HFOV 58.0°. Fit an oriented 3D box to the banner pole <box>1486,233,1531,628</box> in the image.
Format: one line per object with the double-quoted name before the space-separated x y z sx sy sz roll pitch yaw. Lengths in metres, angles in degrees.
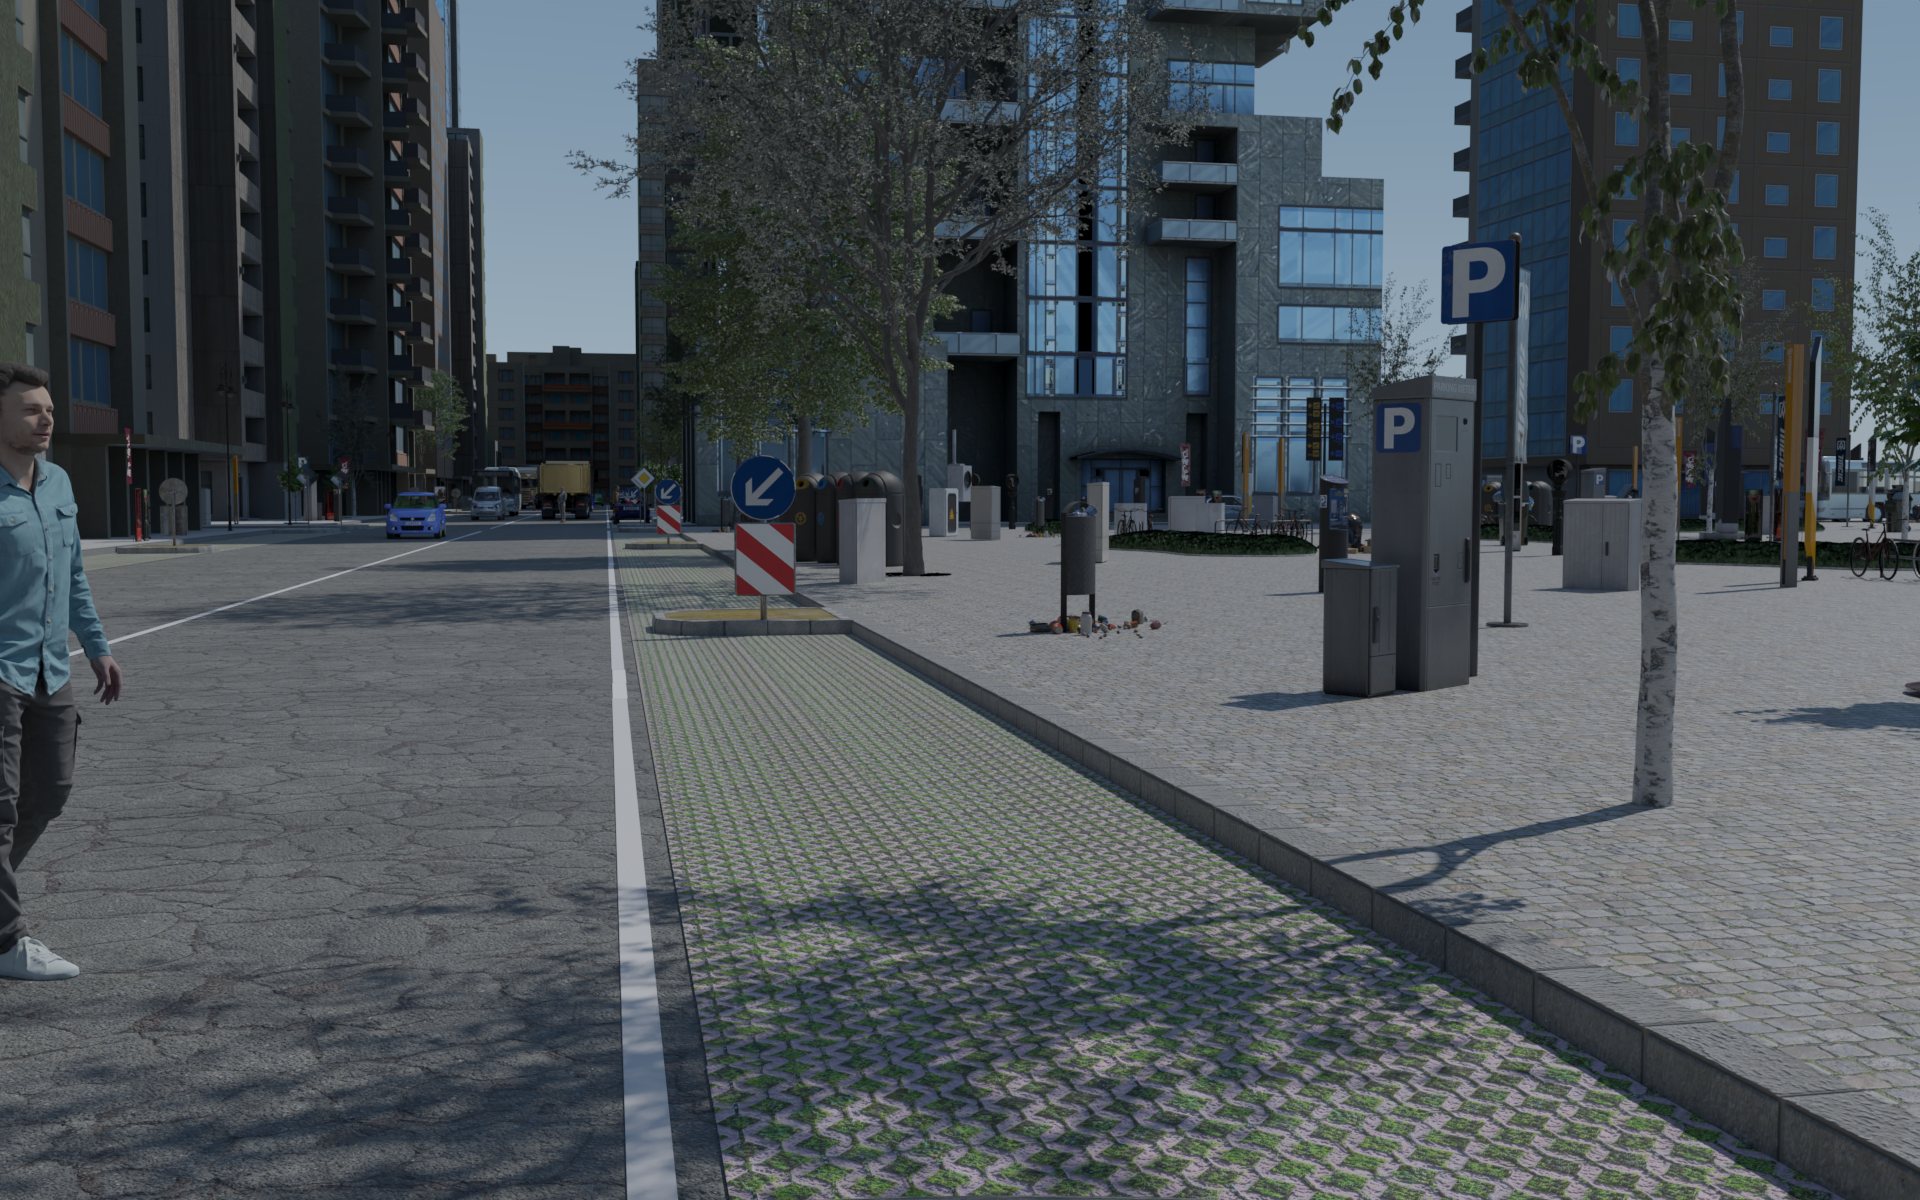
"banner pole" 5.434 -1.644 16.896 0.401 3.779 0.863 2 4 31

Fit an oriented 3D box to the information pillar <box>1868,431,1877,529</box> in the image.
"information pillar" 33.806 -4.453 64.164 0.183 3.616 0.504 1 4 12

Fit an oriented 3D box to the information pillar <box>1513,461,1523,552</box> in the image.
"information pillar" 12.391 -2.094 38.734 0.304 2.012 0.304 1 4 11

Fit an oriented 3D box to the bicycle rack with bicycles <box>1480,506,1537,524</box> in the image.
"bicycle rack with bicycles" 16.235 -2.511 54.437 2.852 0.926 2.925 -3 5 -39

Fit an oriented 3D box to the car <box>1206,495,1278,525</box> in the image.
"car" 11.586 -3.796 74.066 4.499 1.417 2.014 -1 4 -10

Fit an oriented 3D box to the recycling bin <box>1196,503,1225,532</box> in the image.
"recycling bin" 6.971 -2.182 48.230 0.722 1.027 0.722 1 4 15

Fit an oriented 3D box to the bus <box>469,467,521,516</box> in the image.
"bus" -30.634 -7.332 114.740 2.948 3.499 13.247 -1 4 -12

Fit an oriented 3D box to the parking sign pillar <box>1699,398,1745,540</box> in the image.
"parking sign pillar" 21.829 -3.716 49.226 1.447 3.967 1.447 1 4 15

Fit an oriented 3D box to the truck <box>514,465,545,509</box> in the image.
"truck" -41.754 -10.934 167.689 2.839 4.237 11.283 -1 4 -10

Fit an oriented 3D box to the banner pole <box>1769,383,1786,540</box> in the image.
"banner pole" 18.396 -2.992 38.938 0.401 3.779 0.863 0 4 -4

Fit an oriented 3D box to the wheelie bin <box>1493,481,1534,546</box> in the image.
"wheelie bin" 13.807 -2.166 43.316 0.980 1.594 0.693 0 4 5

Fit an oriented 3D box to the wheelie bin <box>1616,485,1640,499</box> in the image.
"wheelie bin" 22.217 -3.037 57.571 0.693 1.594 0.980 0 4 -3

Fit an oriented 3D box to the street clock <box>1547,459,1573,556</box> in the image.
"street clock" 12.506 -1.932 36.165 0.471 2.002 0.358 3 5 44

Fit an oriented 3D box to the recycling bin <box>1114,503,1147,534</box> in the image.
"recycling bin" 4.662 -2.131 47.400 0.722 1.027 0.722 -1 4 -12

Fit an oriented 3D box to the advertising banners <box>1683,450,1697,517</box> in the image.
"advertising banners" 30.002 -4.470 69.273 2.074 3.025 0.090 1 4 22

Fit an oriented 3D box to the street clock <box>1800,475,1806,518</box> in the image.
"street clock" 31.429 -3.655 64.334 0.471 2.002 0.358 -2 4 -33

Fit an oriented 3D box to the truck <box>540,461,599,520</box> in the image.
"truck" -22.913 -6.424 100.962 3.469 3.379 9.791 -1 4 -10

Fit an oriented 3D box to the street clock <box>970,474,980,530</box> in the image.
"street clock" 0.460 -3.472 61.339 0.471 2.002 0.358 1 4 14

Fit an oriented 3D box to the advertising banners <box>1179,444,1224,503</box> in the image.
"advertising banners" 8.433 -3.936 60.546 2.074 3.025 0.090 -2 4 -33

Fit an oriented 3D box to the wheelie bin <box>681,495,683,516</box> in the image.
"wheelie bin" -15.351 -5.510 97.991 0.693 1.594 0.980 0 4 4

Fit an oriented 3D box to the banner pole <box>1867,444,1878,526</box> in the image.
"banner pole" 36.483 -4.851 69.337 0.401 3.779 0.863 0 4 4

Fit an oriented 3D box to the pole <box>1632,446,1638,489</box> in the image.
"pole" 28.662 -4.879 73.614 0.158 3.312 0.155 0 3 0

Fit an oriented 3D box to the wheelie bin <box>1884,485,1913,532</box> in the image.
"wheelie bin" 31.583 -3.082 58.304 0.693 1.594 0.980 0 4 -7

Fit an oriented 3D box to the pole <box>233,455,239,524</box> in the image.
"pole" -31.030 -4.914 74.183 0.158 3.312 0.155 0 3 0

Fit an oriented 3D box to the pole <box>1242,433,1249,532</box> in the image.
"pole" 9.540 -3.912 57.808 0.158 3.312 0.155 0 3 0

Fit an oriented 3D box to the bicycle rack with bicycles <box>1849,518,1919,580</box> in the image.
"bicycle rack with bicycles" 14.687 -0.733 25.361 2.852 0.926 2.925 1 4 11

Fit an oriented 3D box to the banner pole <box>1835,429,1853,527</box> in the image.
"banner pole" 34.365 -4.730 67.351 0.401 3.779 0.863 -1 4 -21

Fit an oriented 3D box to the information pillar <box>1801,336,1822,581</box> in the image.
"information pillar" 12.580 -2.091 25.549 0.183 3.616 0.504 2 4 34

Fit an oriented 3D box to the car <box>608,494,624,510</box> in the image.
"car" -30.791 -8.989 156.753 2.009 1.686 4.222 -1 4 -13

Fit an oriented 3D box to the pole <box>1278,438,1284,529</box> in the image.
"pole" 11.687 -4.234 63.062 0.158 3.312 0.155 0 3 0

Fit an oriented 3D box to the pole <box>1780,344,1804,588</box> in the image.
"pole" 11.407 -1.829 23.749 0.158 3.312 0.155 0 3 0

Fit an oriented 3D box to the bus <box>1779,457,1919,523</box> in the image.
"bus" 44.704 -5.300 81.516 13.247 3.499 2.948 -1 4 -12

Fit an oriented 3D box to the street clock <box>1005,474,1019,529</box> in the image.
"street clock" 1.899 -3.571 62.963 0.471 2.002 0.358 -3 4 -38

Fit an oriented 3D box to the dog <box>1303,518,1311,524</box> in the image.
"dog" 15.105 -3.399 75.759 0.748 0.427 0.550 0 4 4

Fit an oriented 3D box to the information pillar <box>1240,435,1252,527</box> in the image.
"information pillar" 11.318 -4.713 68.407 0.504 3.616 0.183 -2 4 -32

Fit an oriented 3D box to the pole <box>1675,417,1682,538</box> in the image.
"pole" 19.042 -3.188 45.974 0.158 3.312 0.155 0 3 0

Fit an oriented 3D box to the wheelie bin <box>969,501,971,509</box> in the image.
"wheelie bin" 0.116 -5.518 98.122 0.693 1.594 0.980 -3 4 -36

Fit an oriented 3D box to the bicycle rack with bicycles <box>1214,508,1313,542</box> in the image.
"bicycle rack with bicycles" 8.042 -1.915 44.687 2.925 0.926 2.852 -3 5 -42

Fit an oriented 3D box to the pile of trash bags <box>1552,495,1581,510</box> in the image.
"pile of trash bags" 24.544 -3.785 71.633 3.447 1.369 1.912 3 4 38

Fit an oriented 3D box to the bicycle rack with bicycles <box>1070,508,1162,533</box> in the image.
"bicycle rack with bicycles" 3.817 -1.846 43.570 2.852 0.926 2.925 1 4 9

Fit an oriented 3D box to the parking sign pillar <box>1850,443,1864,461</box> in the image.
"parking sign pillar" 47.552 -6.363 92.501 1.447 3.967 1.447 -2 4 -26

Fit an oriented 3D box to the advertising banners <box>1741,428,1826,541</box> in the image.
"advertising banners" 22.270 -3.100 46.866 2.074 3.025 0.090 3 5 41

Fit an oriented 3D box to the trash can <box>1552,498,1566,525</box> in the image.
"trash can" 22.259 -3.248 64.755 0.748 1.137 0.748 0 3 0

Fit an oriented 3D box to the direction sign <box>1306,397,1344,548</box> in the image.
"direction sign" 8.545 -2.974 40.621 0.876 3.537 0.379 0 4 -1
